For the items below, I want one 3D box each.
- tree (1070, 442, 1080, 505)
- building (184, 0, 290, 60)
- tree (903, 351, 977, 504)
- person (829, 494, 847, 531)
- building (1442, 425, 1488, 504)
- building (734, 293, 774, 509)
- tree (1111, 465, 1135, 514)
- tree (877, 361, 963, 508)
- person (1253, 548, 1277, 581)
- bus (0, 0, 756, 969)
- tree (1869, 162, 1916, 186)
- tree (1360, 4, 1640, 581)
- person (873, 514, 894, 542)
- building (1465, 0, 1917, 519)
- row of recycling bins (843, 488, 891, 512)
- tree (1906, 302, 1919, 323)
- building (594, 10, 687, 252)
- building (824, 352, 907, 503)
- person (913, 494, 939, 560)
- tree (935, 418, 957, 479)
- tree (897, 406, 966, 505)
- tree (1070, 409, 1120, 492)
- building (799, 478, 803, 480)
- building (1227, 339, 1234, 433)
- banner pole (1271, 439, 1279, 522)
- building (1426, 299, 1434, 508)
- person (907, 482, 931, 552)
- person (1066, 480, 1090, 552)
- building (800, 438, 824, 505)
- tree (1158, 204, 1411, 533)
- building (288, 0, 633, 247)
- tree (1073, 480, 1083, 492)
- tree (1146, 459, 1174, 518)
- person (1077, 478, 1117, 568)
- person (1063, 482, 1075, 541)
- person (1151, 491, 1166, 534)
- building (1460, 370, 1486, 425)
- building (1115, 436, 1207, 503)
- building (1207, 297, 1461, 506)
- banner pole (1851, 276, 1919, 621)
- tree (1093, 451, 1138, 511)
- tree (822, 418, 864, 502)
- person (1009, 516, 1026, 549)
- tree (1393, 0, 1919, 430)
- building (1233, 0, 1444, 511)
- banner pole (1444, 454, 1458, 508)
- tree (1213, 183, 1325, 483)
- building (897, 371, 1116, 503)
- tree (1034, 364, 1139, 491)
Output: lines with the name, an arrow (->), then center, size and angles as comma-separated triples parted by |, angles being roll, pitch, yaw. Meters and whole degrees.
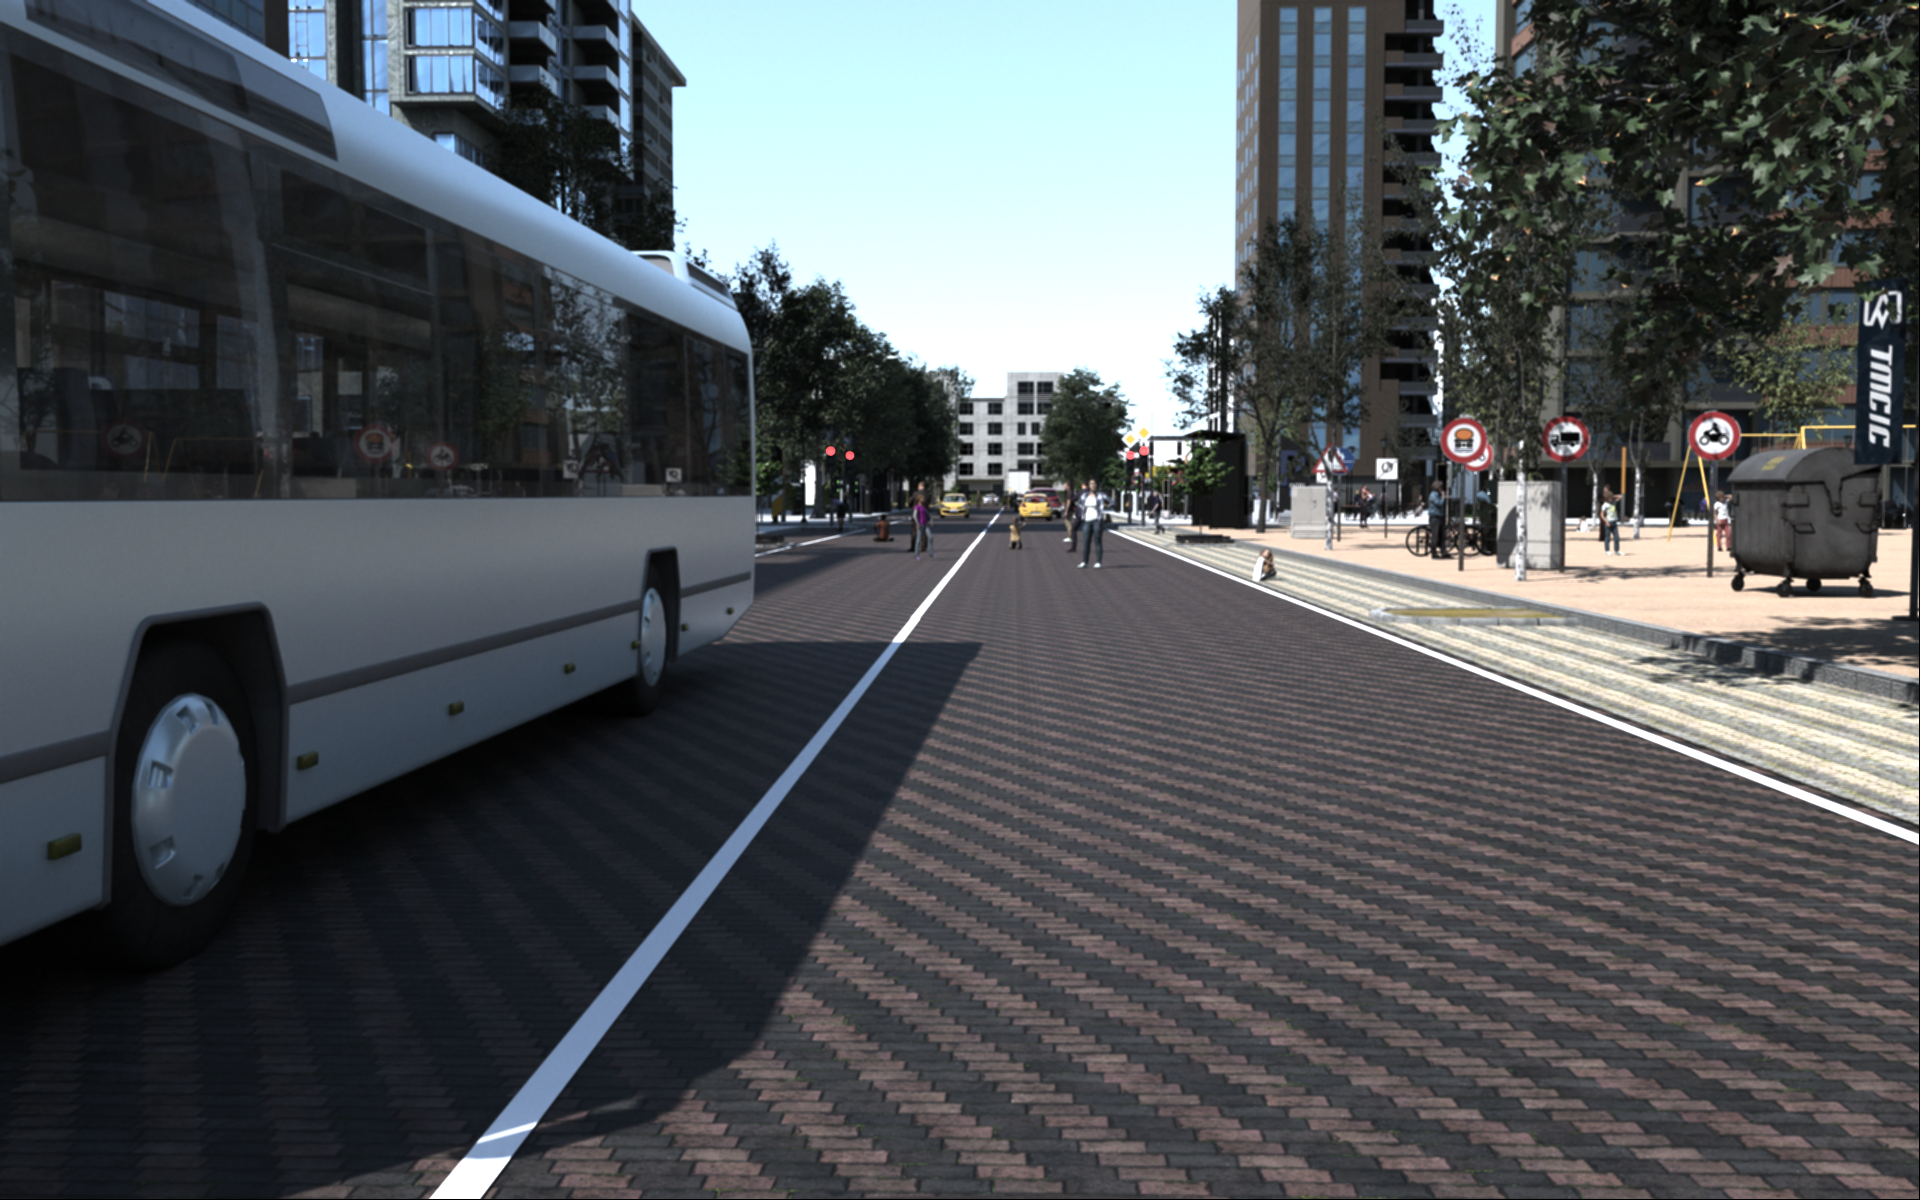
tree -> 13.987, -15.794, 208.599 | 4.360, 8.622, 3.978 | 0, 3, 0
building -> -28.990, -24.391, 48.903 | 14.200, 45.320, 14.600 | 0, 4, 2
tree -> -4.371, -22.839, 229.303 | 12.611, 20.169, 13.585 | 0, 3, 0
person -> -4.703, -3.352, 66.531 | 0.697, 1.427, 0.421 | 1, 4, 15
building -> 71.405, -16.262, 208.035 | 28.070, 9.664, 9.099 | 0, 4, 2
building -> -25.971, -18.473, 168.497 | 16.747, 18.905, 31.486 | 0, 4, 2
tree -> 10.975, -7.292, 113.826 | 1.663, 3.219, 1.824 | 0, 3, 0
tree -> -4.680, -15.792, 164.852 | 9.857, 13.997, 8.962 | 0, 3, 0
person -> 5.034, -0.588, 28.591 | 0.357, 0.543, 0.381 | -1, 4, -9
bus -> -3.386, -0.809, 8.081 | 2.948, 3.499, 13.247 | 0, 4, 3
tree -> 17.333, -5.614, 26.209 | 8.767, 10.594, 7.601 | -1, 4, -15
tree -> 8.028, -4.580, 25.254 | 4.360, 8.622, 3.978 | 0, 3, 0
person -> -2.403, -2.174, 52.337 | 0.859, 0.850, 0.655 | -3, 4, -36
building -> 44.369, -27.162, 98.724 | 28.867, 44.769, 22.147 | 0, 4, 2
row of recycling bins -> -6.614, -7.113, 123.404 | 3.534, 1.692, 1.069 | 1, 4, 12
tree -> 28.229, -7.314, 45.347 | 9.928, 11.665, 9.643 | 0, 3, 0
building -> -35.377, -27.009, 133.475 | 32.217, 40.220, 23.993 | 0, 4, 2
building -> -24.964, -25.697, 264.124 | 32.646, 21.610, 27.936 | 0, 4, 2
person -> -0.700, -1.579, 37.559 | 0.776, 1.435, 0.726 | 2, 4, 33
tree -> -5.023, -14.229, 149.645 | 9.611, 12.733, 9.660 | 0, 3, 0
tree -> -3.755, -17.571, 213.040 | 9.928, 11.665, 9.643 | 0, 3, 0
tree -> 11.535, -12.027, 146.996 | 4.737, 8.622, 4.395 | 0, 3, 0
building -> -25.488, -20.393, 189.847 | 16.016, 20.091, 11.380 | 0, 4, 2
building -> 35.192, -19.436, 174.193 | 16.016, 20.091, 11.380 | 0, 4, 2
banner pole -> 14.456, -5.446, 79.053 | 0.401, 3.779, 0.863 | 0, 4, 1
building -> 35.066, -18.727, 162.613 | 16.016, 20.091, 11.380 | 0, 4, 2
person -> -1.045, -2.092, 43.384 | 0.600, 1.739, 0.565 | 2, 4, 32
person -> 2.961, -2.062, 42.666 | 0.683, 1.767, 0.568 | -1, 4, -22
building -> -30.874, -16.420, 210.619 | 28.070, 9.664, 9.099 | 0, 4, 2
tree -> 10.058, -7.456, 56.318 | 8.767, 10.594, 7.601 | -2, 4, -35
building -> -31.723, -48.409, 104.156 | 22.319, 86.520, 31.000 | 0, 4, 2
tree -> 14.320, -12.809, 204.020 | 1.663, 3.219, 1.824 | 0, 3, 0
tree -> 10.879, -6.077, 93.958 | 1.663, 3.219, 1.824 | 0, 3, 0
person -> 2.590, -1.487, 33.537 | 0.841, 1.734, 0.376 | 2, 4, 32
person -> 3.283, -2.684, 52.506 | 0.434, 1.807, 0.598 | 2, 4, 26
person -> 7.014, -3.090, 61.238 | 0.471, 1.553, 0.569 | 3, 4, 39
building -> 66.434, -23.805, 255.671 | 31.486, 18.905, 16.747 | 0, 4, 2
building -> 36.536, -18.988, 252.599 | 28.070, 9.664, 9.099 | 0, 4, 2
building -> 41.691, -21.547, 196.270 | 27.936, 21.610, 32.646 | 0, 4, 2
banner pole -> 9.570, -1.694, 17.717 | 0.401, 3.779, 0.863 | -3, 5, -41
tree -> 11.485, -8.901, 129.239 | 4.285, 4.588, 4.351 | 0, 3, 0
tree -> -7.004, -9.078, 98.786 | 4.737, 8.622, 4.395 | 0, 3, 0
person -> 1.483, -1.758, 45.164 | 0.347, 0.859, 0.695 | 1, 4, 16
tree -> 7.798, -5.765, 11.271 | 9.611, 12.733, 9.660 | 0, 3, 0
building -> 30.093, -29.982, 140.317 | 14.600, 45.320, 14.200 | 0, 4, 2
banner pole -> 22.362, -5.423, 78.686 | 0.863, 3.779, 0.401 | 3, 4, 36
tree -> 8.217, -5.448, 39.433 | 4.360, 8.622, 3.978 | 0, 3, 0
building -> 6.920, -23.943, 257.926 | 31.486, 18.905, 16.747 | 0, 4, 2
tree -> 12.480, -16.010, 168.417 | 9.857, 13.997, 8.962 | 0, 3, 0
